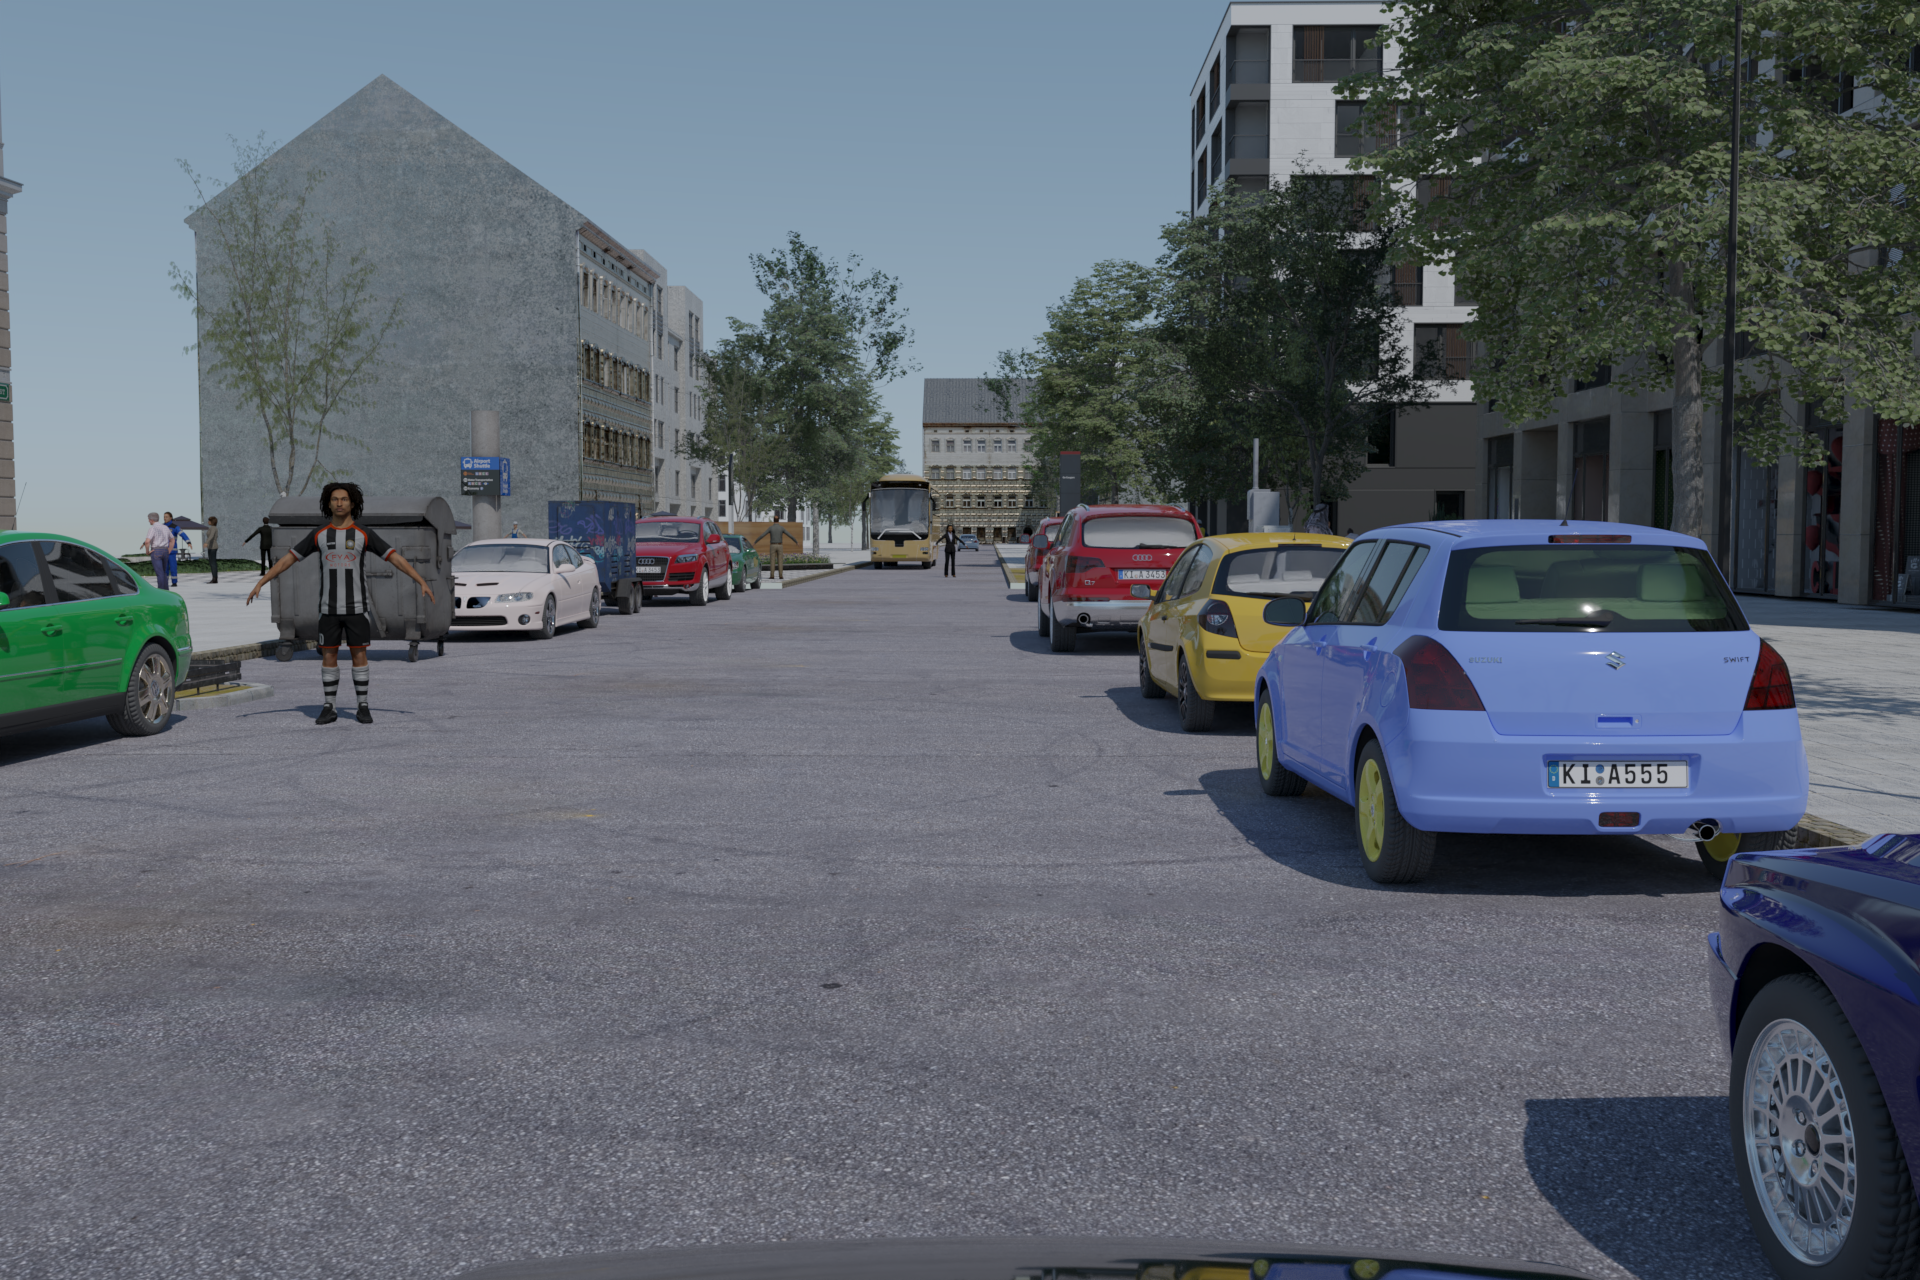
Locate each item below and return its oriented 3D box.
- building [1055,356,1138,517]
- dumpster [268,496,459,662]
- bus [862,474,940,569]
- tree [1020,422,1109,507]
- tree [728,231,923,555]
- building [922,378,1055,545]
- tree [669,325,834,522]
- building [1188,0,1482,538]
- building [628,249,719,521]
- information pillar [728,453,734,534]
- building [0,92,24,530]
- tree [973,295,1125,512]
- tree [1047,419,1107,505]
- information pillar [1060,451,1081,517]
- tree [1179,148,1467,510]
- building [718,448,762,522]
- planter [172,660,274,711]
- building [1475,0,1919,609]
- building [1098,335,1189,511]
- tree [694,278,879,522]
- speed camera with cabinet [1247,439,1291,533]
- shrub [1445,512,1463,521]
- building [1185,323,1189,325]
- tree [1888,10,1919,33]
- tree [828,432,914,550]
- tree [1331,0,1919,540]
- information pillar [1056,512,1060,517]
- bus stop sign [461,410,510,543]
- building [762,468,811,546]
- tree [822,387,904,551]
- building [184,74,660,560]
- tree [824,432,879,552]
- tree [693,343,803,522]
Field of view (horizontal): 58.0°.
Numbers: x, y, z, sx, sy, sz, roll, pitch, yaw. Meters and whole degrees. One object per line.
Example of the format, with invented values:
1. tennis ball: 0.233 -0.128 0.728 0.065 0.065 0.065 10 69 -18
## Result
1. building: 25.627 -22.708 215.243 27.936 21.610 32.646 0 4 1
2. dumpster: -6.805 -0.708 19.786 1.865 1.857 1.264 0 4 1
3. bus: -2.298 -5.067 74.394 2.896 3.916 12.252 0 4 1
4. tree: 8.043 -11.831 127.856 7.601 10.594 8.767 -1 4 -15
5. tree: -8.549 -15.357 106.981 12.611 20.169 13.585 0 3 0
6. building: 4.058 -25.015 242.383 18.063 23.208 19.493 0 4 1
7. tree: -9.041 -8.681 76.351 8.767 10.594 7.601 2 4 33
8. building: 24.664 -14.610 82.856 27.936 21.610 32.646 0 4 1
9. building: -27.910 -15.728 123.617 16.747 18.905 31.486 0 4 0
10. information pillar: -6.626 -3.597 50.158 0.183 3.616 0.504 0 4 1
11. building: -32.634 -15.415 37.941 13.634 28.700 20.117 0 4 2
12. tree: 7.331 -17.401 140.395 12.611 20.169 13.585 0 3 0
13. tree: 6.856 -9.303 102.471 4.360 8.622 3.978 0 3 0
14. information pillar: 3.463 -3.986 54.542 0.750 3.857 0.750 0 4 1
15. tree: 8.651 -6.638 42.938 7.601 10.594 8.767 -2 4 -34
16. building: -23.420 -13.727 166.591 9.099 9.664 28.070 0 4 1
17. planter: -7.069 0.385 14.847 1.991 0.319 1.994 0 4 1
18. building: 24.822 -14.126 34.165 19.351 26.588 34.151 0 4 1
19. building: 24.463 -21.431 181.322 19.493 23.208 18.063 0 4 1
20. tree: -8.641 -11.104 88.213 9.857 13.997 8.962 0 3 0
21. speed camera with cabinet: 6.302 -2.503 35.258 0.660 3.252 2.038 0 4 1
22. shrub: 17.441 -3.500 61.265 1.661 2.075 1.752 0 3 0
23. building: 25.802 -17.418 115.720 19.493 23.208 18.063 0 4 1
24. tree: 8.278 -3.677 10.475 4.737 8.622 4.395 0 3 0
25. tree: -7.497 -12.794 143.589 8.767 10.594 7.601 1 4 20
26. tree: 7.841 -6.198 19.473 7.486 12.596 7.792 0 3 0
27. information pillar: 3.313 -3.226 57.239 0.304 2.012 0.304 0 4 2
28. bus stop sign: -10.171 -2.946 37.180 0.837 3.901 0.837 0 3 0
29. building: -21.482 -15.637 197.815 9.099 9.664 28.070 0 3 0
30. tree: -7.734 -13.182 133.647 7.486 12.596 7.792 0 3 0
31. building: -27.370 -15.987 92.309 19.493 23.208 18.063 0 4 1
32. tree: -7.785 -10.645 124.415 4.360 8.622 3.978 0 3 0
33. tree: -8.718 -7.153 67.310 4.360 8.622 3.978 0 3 0
